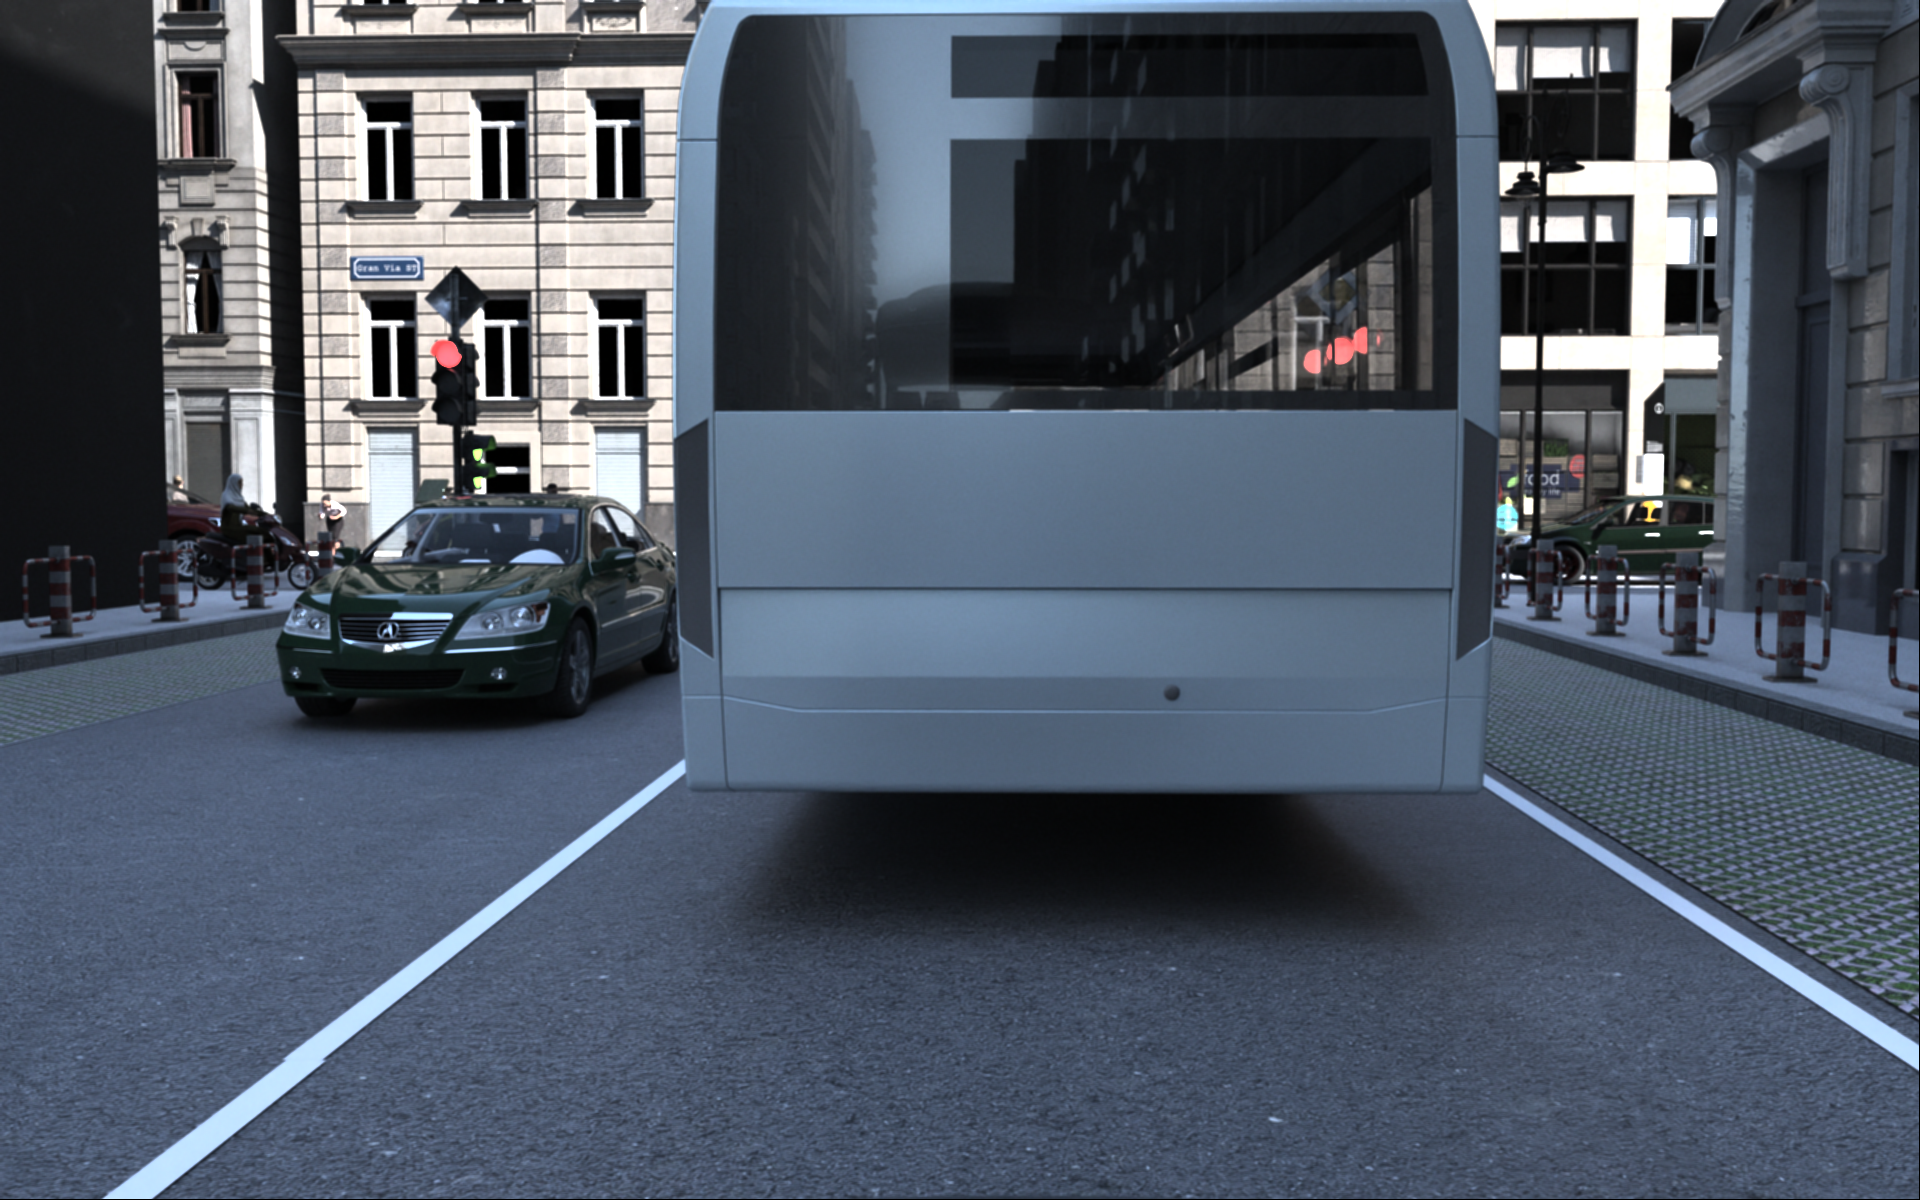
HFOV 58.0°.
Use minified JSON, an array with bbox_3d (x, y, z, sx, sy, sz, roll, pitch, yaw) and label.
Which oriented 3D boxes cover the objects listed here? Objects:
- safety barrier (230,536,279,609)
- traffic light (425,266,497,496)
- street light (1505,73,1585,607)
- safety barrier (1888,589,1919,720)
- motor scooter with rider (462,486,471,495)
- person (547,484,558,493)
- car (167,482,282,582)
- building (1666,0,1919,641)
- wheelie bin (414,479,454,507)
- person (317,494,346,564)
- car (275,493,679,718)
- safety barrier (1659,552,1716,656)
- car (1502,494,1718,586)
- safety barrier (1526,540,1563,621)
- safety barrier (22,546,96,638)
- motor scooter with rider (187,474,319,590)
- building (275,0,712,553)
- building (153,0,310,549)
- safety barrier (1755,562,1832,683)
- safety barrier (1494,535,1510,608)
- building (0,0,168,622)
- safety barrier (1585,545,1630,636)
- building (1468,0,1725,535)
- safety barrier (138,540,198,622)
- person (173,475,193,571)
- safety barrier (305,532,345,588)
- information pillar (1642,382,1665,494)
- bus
[{"bbox_3d":[-7.867,-0.309,19.335,0.300,0.817,1.120,0,4,3],"label":"safety barrier"},{"bbox_3d":[-6.188,-1.985,21.380,0.839,4.253,0.868,0,4,3],"label":"traffic light"},{"bbox_3d":[6.577,-2.866,19.648,0.468,5.910,1.993,0,4,3],"label":"street light"},{"bbox_3d":[5.596,0.268,9.894,0.300,0.817,1.120,0,4,3],"label":"safety barrier"},{"bbox_3d":[-9.795,-1.495,33.413,1.986,1.779,0.876,0,4,4],"label":"motor scooter with rider"},{"bbox_3d":[-6.368,-1.010,26.885,0.662,1.594,0.647,2,4,28],"label":"person"},{"bbox_3d":[-14.120,-1.256,29.202,5.304,1.827,2.281,0,4,3],"label":"car"},{"bbox_3d":[14.254,-13.643,8.963,13.634,28.700,20.117,0,4,3],"label":"building"},{"bbox_3d":[-11.143,-1.767,36.799,0.980,1.594,0.693,1,4,20],"label":"wheelie bin"},{"bbox_3d":[-12.890,-1.453,35.442,0.628,1.438,0.799,-2,4,-32],"label":"person"},{"bbox_3d":[-3.264,-0.052,12.643,2.131,1.459,4.920,0,4,3],"label":"car"},{"bbox_3d":[5.769,0.031,13.760,0.300,0.817,1.120,0,4,3],"label":"safety barrier"},{"bbox_3d":[10.684,-1.099,27.762,4.222,1.686,2.009,0,4,3],"label":"car"},{"bbox_3d":[5.942,-0.204,17.606,0.300,0.817,1.120,0,4,3],"label":"safety barrier"},{"bbox_3d":[-8.043,-0.074,15.483,0.300,0.817,1.120,0,4,3],"label":"safety barrier"},{"bbox_3d":[-10.545,-1.028,25.780,1.986,1.779,0.876,0,4,2],"label":"motor scooter with rider"},{"bbox_3d":[-2.147,-15.006,42.606,25.104,27.353,12.463,0,4,3],"label":"building"},{"bbox_3d":[-24.100,-11.850,42.892,18.267,20.994,9.793,0,4,3],"label":"building"},{"bbox_3d":[5.684,0.149,11.840,0.300,0.817,1.120,0,4,3],"label":"safety barrier"},{"bbox_3d":[6.028,-0.321,19.525,0.300,0.817,1.120,0,4,3],"label":"safety barrier"},{"bbox_3d":[-17.631,-11.288,14.238,15.834,23.373,12.332,0,4,3],"label":"building"},{"bbox_3d":[5.854,-0.086,15.681,0.300,0.817,1.120,0,4,3],"label":"safety barrier"},{"bbox_3d":[28.104,-14.744,45.588,34.151,26.468,19.350,0,4,3],"label":"building"},{"bbox_3d":[-7.950,-0.191,17.405,0.300,0.817,1.120,0,4,3],"label":"safety barrier"},{"bbox_3d":[-14.332,-1.408,31.865,0.374,1.781,0.599,1,4,16],"label":"person"},{"bbox_3d":[-7.782,-0.427,21.249,0.300,0.817,1.120,0,4,3],"label":"safety barrier"},{"bbox_3d":[14.488,-2.742,36.193,0.504,3.616,0.183,-1,4,-21],"label":"information pillar"},{"bbox_3d":[0.531,-1.046,11.964,2.948,3.499,13.247,0,4,1],"label":"bus"}]
